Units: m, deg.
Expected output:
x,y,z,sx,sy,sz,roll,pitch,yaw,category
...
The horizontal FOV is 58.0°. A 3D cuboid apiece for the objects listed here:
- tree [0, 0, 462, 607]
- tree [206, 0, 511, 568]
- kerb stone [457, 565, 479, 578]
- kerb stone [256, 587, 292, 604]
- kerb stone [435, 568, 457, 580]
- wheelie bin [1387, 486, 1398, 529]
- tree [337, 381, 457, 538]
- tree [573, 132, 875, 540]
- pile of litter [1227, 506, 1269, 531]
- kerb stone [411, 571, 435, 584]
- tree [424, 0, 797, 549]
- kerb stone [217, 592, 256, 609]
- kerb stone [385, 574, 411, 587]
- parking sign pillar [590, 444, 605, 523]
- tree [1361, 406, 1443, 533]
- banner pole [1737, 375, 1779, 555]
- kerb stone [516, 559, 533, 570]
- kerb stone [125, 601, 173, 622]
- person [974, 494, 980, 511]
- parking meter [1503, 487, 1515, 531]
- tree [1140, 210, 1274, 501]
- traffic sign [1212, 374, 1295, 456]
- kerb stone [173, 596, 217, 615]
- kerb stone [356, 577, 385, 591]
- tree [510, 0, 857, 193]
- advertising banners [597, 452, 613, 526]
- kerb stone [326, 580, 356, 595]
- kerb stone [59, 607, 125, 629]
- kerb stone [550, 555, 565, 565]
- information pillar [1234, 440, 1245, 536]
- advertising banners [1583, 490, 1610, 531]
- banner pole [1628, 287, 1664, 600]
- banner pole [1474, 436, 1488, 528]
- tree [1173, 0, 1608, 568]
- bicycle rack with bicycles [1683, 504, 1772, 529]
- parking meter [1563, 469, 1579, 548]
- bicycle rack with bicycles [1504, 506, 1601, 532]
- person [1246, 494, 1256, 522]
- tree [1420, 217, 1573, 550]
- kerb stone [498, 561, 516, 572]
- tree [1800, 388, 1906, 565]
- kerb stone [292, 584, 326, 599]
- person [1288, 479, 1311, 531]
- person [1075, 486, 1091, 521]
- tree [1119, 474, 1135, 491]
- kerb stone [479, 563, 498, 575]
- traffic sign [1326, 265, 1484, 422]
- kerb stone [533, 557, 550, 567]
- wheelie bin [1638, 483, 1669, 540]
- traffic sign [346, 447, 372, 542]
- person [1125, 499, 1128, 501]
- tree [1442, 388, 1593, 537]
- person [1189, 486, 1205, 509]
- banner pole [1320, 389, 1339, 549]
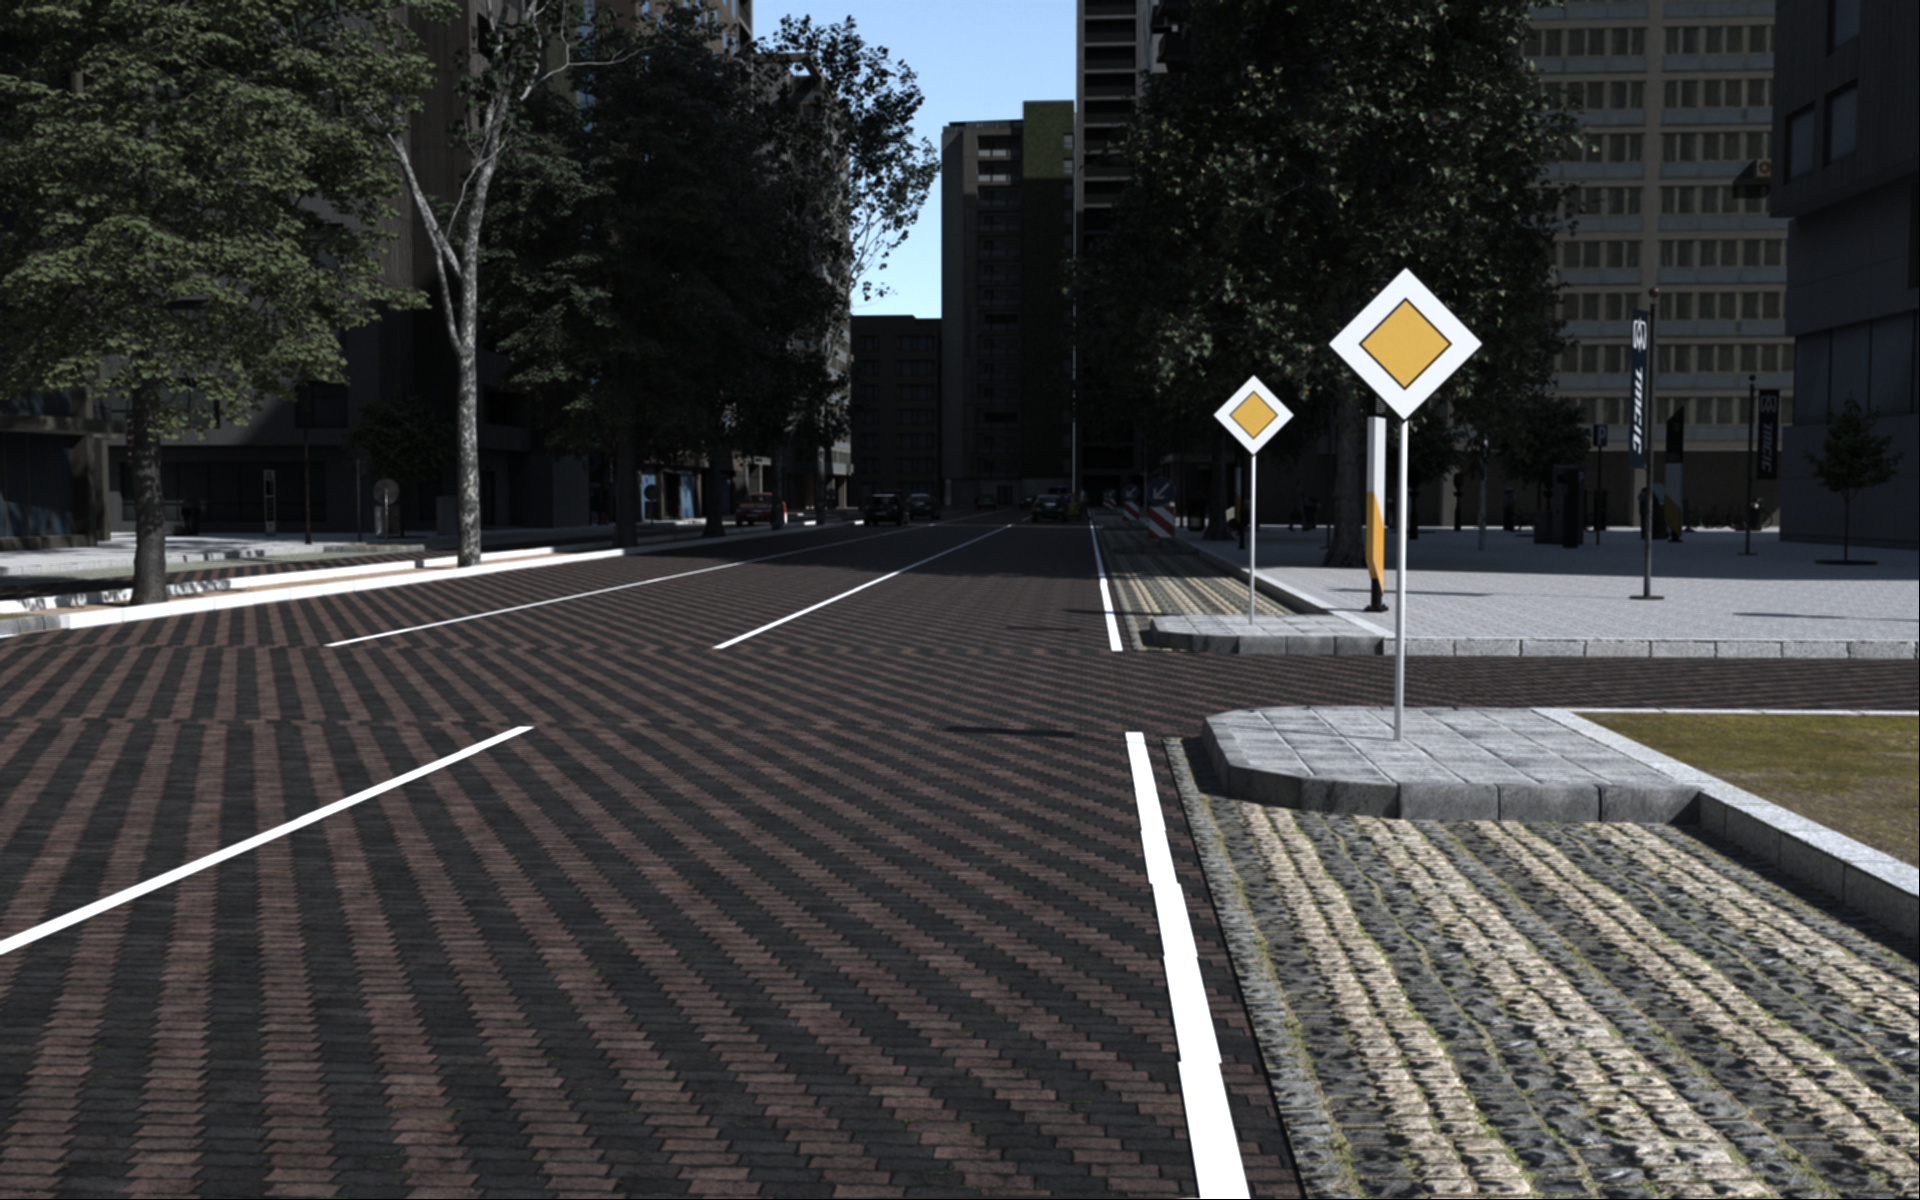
x,y,z,sx,sy,sz,roll,pitch,yaw,category
-10.225,-6.187,21.749,7.486,12.596,7.792,0,3,0,tree
-10.390,-10.678,32.931,12.611,20.169,13.585,0,3,0,tree
-8.656,-0.482,30.140,0.120,0.150,1.000,0,4,4,kerb stone
-9.184,-0.048,22.979,0.120,0.150,1.000,0,4,4,kerb stone
-8.736,-0.424,29.120,0.120,0.150,1.000,0,4,4,kerb stone
16.183,-3.428,63.954,0.693,1.594,0.980,0,4,-7,wheelie bin
-16.397,-4.094,50.657,4.285,4.588,4.351,0,3,0,tree
-7.706,-8.238,54.149,9.611,12.733,9.660,0,3,0,tree
9.890,-2.817,60.019,1.719,0.858,1.176,1,4,15,pile of litter
-8.809,-0.357,28.100,0.120,0.150,1.000,0,4,4,kerb stone
-8.648,-8.271,44.337,9.857,13.997,8.962,0,3,0,tree
-9.251,0.014,21.959,0.120,0.150,1.000,0,4,4,kerb stone
-8.883,-0.299,27.076,0.120,0.150,1.000,0,4,4,kerb stone
-16.423,-5.398,76.732,1.447,3.967,1.447,-1,4,-9,parking sign pillar
15.107,-4.529,57.766,4.285,4.588,4.351,0,3,0,tree
16.831,-2.839,36.436,0.863,3.779,0.401,-1,4,-8,banner pole
-8.447,-0.670,33.199,0.120,0.150,1.000,0,4,4,kerb stone
-9.400,0.142,19.920,0.120,0.150,1.000,0,4,4,kerb stone
1.459,-8.364,148.486,0.421,1.427,0.697,-1,4,-21,person
19.283,-3.205,60.812,0.372,1.533,0.369,0,3,0,parking meter
8.631,-8.535,57.674,7.486,12.596,7.792,0,3,0,tree
2.870,-0.898,16.869,0.795,2.593,0.064,0,4,4,traffic sign
-9.330,0.077,20.940,0.120,0.150,1.000,0,4,4,kerb stone
-8.954,-0.236,26.048,0.120,0.150,1.000,0,4,4,kerb stone
-7.996,-12.649,65.161,12.611,20.169,13.585,0,3,0,tree
-14.505,-4.572,70.944,0.090,3.025,2.074,0,4,6,advertising banners
-9.034,-0.172,25.024,0.120,0.150,1.000,0,4,4,kerb stone
-9.469,0.203,18.887,0.120,0.150,1.000,0,4,4,kerb stone
-8.293,-0.798,35.246,0.120,0.150,1.000,0,4,4,kerb stone
8.610,-3.791,53.339,0.183,3.616,0.504,2,4,35,information pillar
22.084,-3.998,61.562,0.090,3.025,2.074,-3,5,-43,advertising banners
8.238,-1.889,20.899,0.401,3.779,0.863,3,5,44,banner pole
19.937,-4.651,66.058,0.401,3.779,0.863,3,5,41,banner pole
6.787,-6.931,30.322,9.611,12.733,9.660,0,3,0,tree
28.433,-3.126,64.497,2.925,0.926,2.852,3,4,37,bicycle rack with bicycles
14.526,-2.169,41.180,0.255,1.863,0.399,0,4,1,parking meter
20.213,-2.764,58.574,2.925,0.926,2.852,3,4,36,bicycle rack with bicycles
10.371,-3.183,62.336,0.590,1.304,0.306,0,4,4,person
11.723,-5.449,39.454,4.360,8.622,3.978,0,3,0,tree
-8.520,-0.611,32.180,0.120,0.150,1.000,0,4,4,kerb stone
16.158,-2.271,31.731,1.663,3.219,1.824,0,3,0,tree
-9.106,-0.110,24.000,0.120,0.150,1.000,0,4,4,kerb stone
11.735,-3.284,59.843,0.767,1.812,0.694,2,4,28,person
6.512,-5.061,91.344,0.850,1.850,0.679,2,4,23,person
16.409,-10.646,168.670,1.663,3.219,1.824,0,3,0,tree
-8.588,-0.548,31.160,0.120,0.150,1.000,0,4,4,kerb stone
2.295,-0.411,8.905,0.795,2.593,0.064,0,4,4,traffic sign
-8.367,-0.736,34.222,0.120,0.150,1.000,0,4,4,kerb stone
19.626,-2.516,49.040,0.980,1.594,0.693,-2,4,-34,wheelie bin
-16.222,-2.852,46.743,0.768,2.556,0.104,1,4,10,traffic sign
13.981,-8.475,145.405,0.742,1.727,0.445,-1,4,-23,person
17.686,-4.219,52.687,4.285,4.588,4.351,0,3,0,tree
12.999,-5.403,95.066,1.217,1.739,0.721,3,4,38,person
8.850,-3.090,40.532,0.863,3.779,0.401,3,5,42,banner pole
